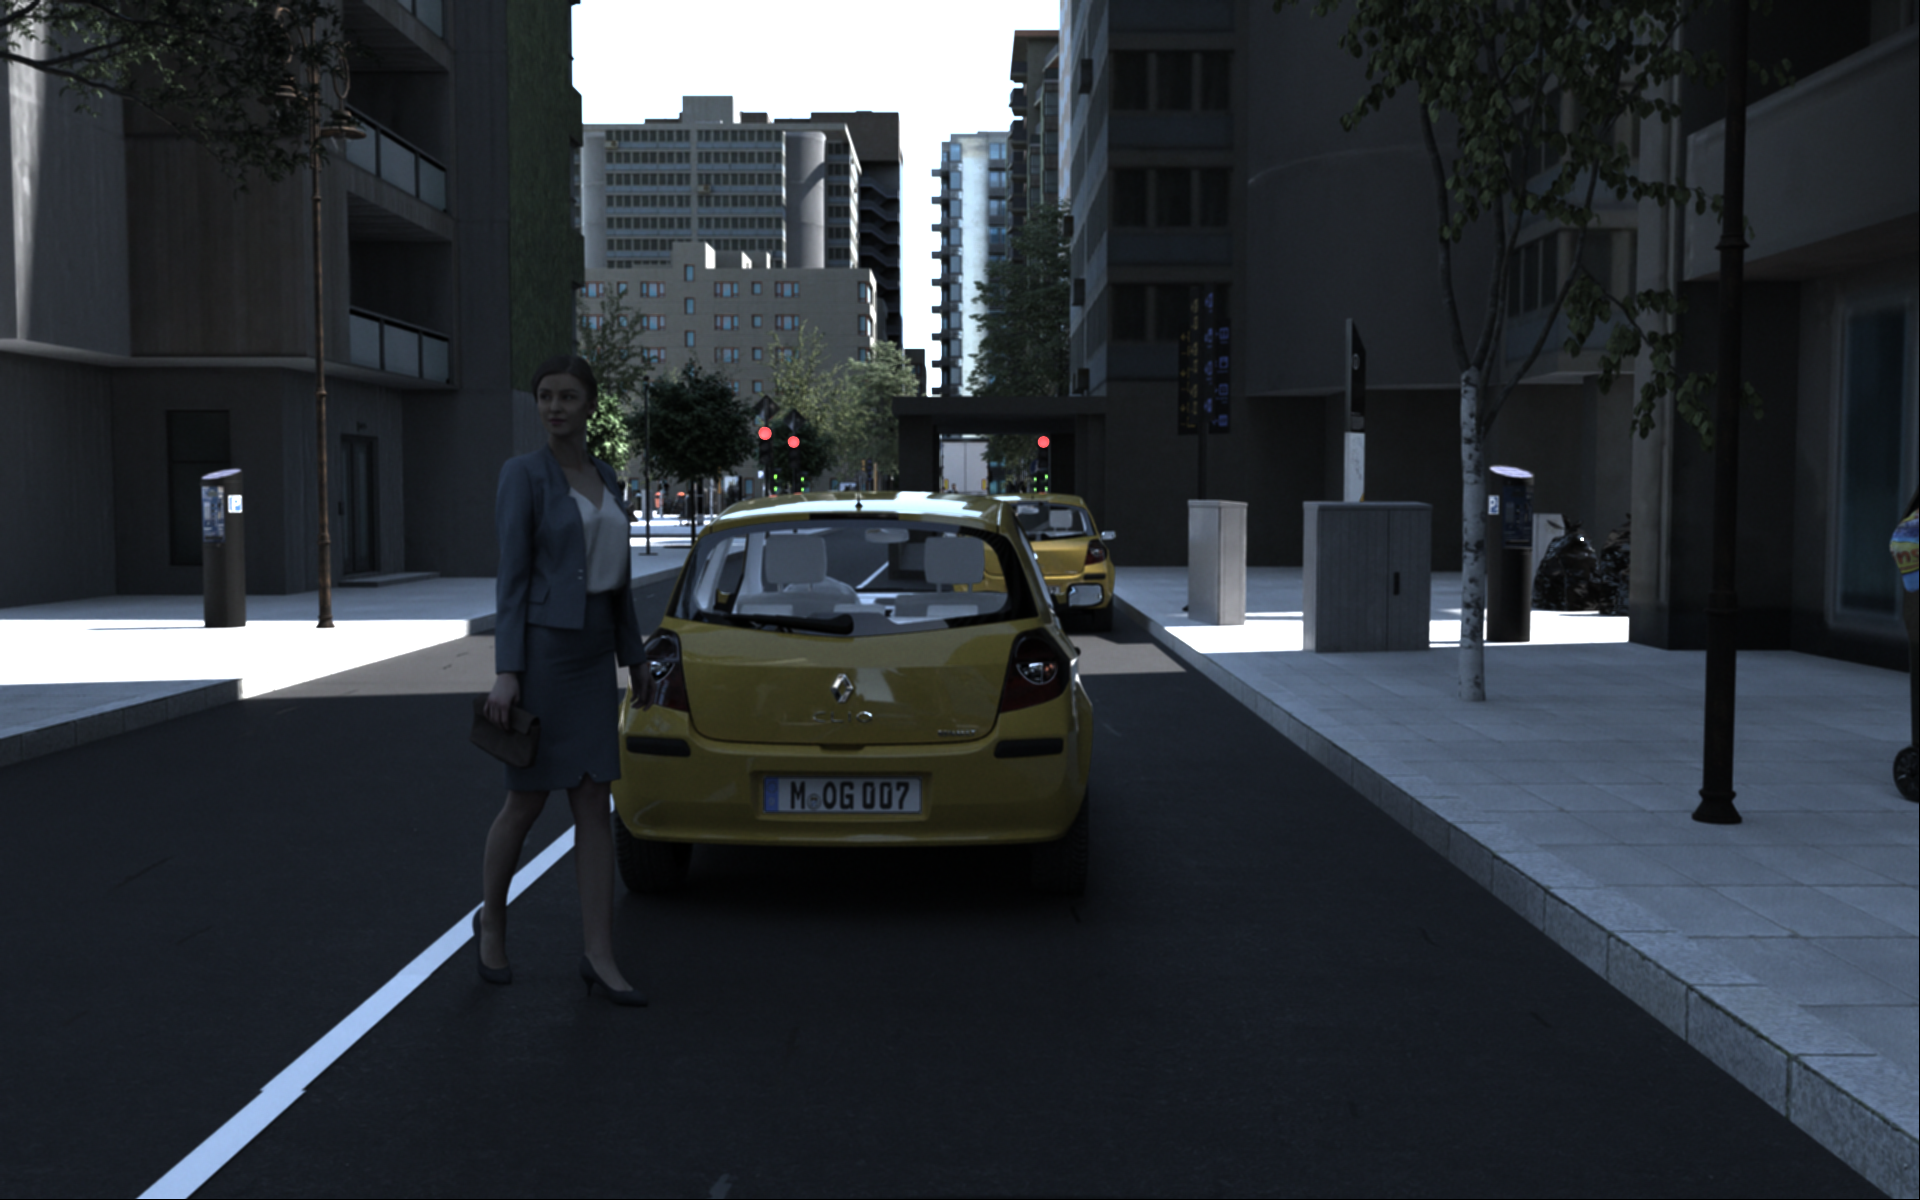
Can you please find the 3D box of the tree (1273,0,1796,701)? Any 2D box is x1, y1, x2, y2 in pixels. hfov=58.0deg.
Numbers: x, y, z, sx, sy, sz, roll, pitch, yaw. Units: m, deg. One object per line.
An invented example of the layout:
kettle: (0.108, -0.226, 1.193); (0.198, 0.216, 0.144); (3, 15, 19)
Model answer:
tree: (3.208, -3.665, 10.292); (4.737, 8.622, 4.395); (0, 3, 0)

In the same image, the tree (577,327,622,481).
tree: (-16.125, -7.407, 71.471); (4.360, 8.622, 3.978); (0, 3, 0)

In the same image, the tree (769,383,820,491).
tree: (-10.757, -9.952, 113.076); (4.360, 8.622, 3.978); (0, 3, 0)

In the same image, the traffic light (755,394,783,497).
traffic light: (-5.439, -3.665, 48.841); (0.839, 4.253, 0.868); (0, 4, 0)

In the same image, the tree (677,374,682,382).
tree: (-16.745, -8.995, 97.431); (4.737, 8.622, 4.395); (0, 3, 0)

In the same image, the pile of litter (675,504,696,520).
pile of litter: (-13.493, -4.494, 87.448); (1.719, 0.858, 1.176); (0, 4, -6)

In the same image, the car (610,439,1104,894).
car: (-0.340, 0.158, 7.648); (2.015, 1.641, 3.980); (0, 4, 1)

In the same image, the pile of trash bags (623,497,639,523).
pile of trash bags: (-16.032, -4.174, 77.992); (3.447, 1.369, 1.912); (3, 5, 44)

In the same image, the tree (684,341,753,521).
tree: (-12.020, -8.146, 83.553); (4.360, 8.622, 3.978); (0, 3, 0)

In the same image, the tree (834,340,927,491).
tree: (-5.568, -12.810, 127.569); (7.486, 12.596, 7.792); (0, 3, 0)

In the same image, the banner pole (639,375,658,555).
banner pole: (-6.534, -2.828, 36.263); (0.401, 3.779, 0.863); (-1, 4, -14)

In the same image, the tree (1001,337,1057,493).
tree: (3.516, -7.915, 79.777); (4.360, 8.622, 3.978); (0, 3, 0)

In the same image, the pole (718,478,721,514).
pole: (-14.181, -6.619, 102.068); (0.158, 3.312, 0.155); (0, 3, 0)

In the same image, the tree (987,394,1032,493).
tree: (3.648, -9.752, 109.814); (4.737, 8.622, 4.395); (0, 3, 0)

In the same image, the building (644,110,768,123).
building: (-28.265, -33.587, 199.251); (14.200, 45.320, 14.600); (0, 4, 0)

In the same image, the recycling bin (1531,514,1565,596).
recycling bin: (7.269, -0.590, 22.199); (0.722, 1.027, 0.722); (0, 4, -1)

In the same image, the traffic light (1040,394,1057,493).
traffic light: (2.673, -3.664, 48.822); (0.839, 4.253, 0.868); (0, 4, 0)

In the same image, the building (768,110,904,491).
building: (-13.766, -33.582, 199.169); (14.200, 45.320, 14.600); (0, 4, 0)

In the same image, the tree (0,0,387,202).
tree: (-6.805, -4.597, 9.570); (7.601, 10.594, 8.767); (-1, 4, -9)

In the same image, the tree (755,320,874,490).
tree: (-6.923, -7.572, 74.167); (4.737, 8.622, 4.395); (0, 3, 0)

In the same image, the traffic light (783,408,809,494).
traffic light: (-5.404, -4.153, 56.826); (0.839, 4.253, 0.868); (0, 4, 0)

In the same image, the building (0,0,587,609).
building: (-13.855, -20.800, 23.680); (14.154, 41.232, 14.086); (0, 4, 0)

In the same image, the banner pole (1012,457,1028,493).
banner pole: (3.726, -6.907, 102.949); (0.863, 3.779, 0.401); (3, 5, 42)

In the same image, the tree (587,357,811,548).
tree: (-6.473, -3.546, 41.685); (4.285, 4.588, 4.351); (0, 3, 0)

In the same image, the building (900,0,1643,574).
building: (14.930, -20.978, 34.874); (32.217, 40.220, 23.993); (0, 4, 0)

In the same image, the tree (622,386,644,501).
tree: (-22.781, -10.212, 117.333); (4.360, 8.622, 3.978); (0, 3, 0)

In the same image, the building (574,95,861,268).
building: (-22.891, -29.431, 173.080); (32.217, 40.220, 23.993); (0, 4, 0)

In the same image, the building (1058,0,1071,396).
building: (12.699, -27.224, 95.220); (14.600, 45.320, 14.200); (0, 4, 0)

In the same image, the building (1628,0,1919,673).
building: (16.414, -23.202, 3.054); (21.300, 48.544, 21.600); (0, 4, 0)

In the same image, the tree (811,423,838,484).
tree: (-6.244, -4.885, 63.585); (4.285, 4.588, 4.351); (0, 3, 0)

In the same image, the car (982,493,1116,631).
car: (0.792, -0.570, 19.544); (2.015, 1.641, 3.980); (0, 4, 1)

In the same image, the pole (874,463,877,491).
pole: (-5.528, -7.323, 113.566); (0.158, 3.312, 0.155); (0, 3, 0)

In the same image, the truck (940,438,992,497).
truck: (0.322, -6.280, 91.588); (2.839, 4.237, 11.283); (0, 4, 1)

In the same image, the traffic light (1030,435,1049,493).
traffic light: (2.707, -4.152, 56.807); (0.839, 4.253, 0.868); (0, 4, 0)

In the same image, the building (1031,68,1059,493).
building: (12.544, -21.377, 121.208); (14.160, 30.474, 14.107); (0, 4, 0)

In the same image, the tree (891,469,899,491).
tree: (-6.054, -12.550, 188.897); (4.285, 4.588, 4.351); (0, 3, 0)

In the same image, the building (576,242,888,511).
building: (-20.626, -18.484, 147.245); (27.650, 21.520, 28.899); (0, 4, 0)

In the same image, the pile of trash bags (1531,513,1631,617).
pile of trash bags: (8.214, -0.571, 19.088); (3.447, 1.369, 1.912); (-1, 4, -9)

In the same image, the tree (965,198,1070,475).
tree: (4.031, -9.097, 66.865); (7.486, 12.596, 7.792); (0, 3, 0)

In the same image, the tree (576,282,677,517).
tree: (-12.404, -6.669, 59.398); (4.737, 8.622, 4.395); (0, 3, 0)

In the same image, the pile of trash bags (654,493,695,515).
pile of trash bags: (-17.796, -5.890, 106.051); (1.912, 1.369, 3.447); (1, 4, 16)
